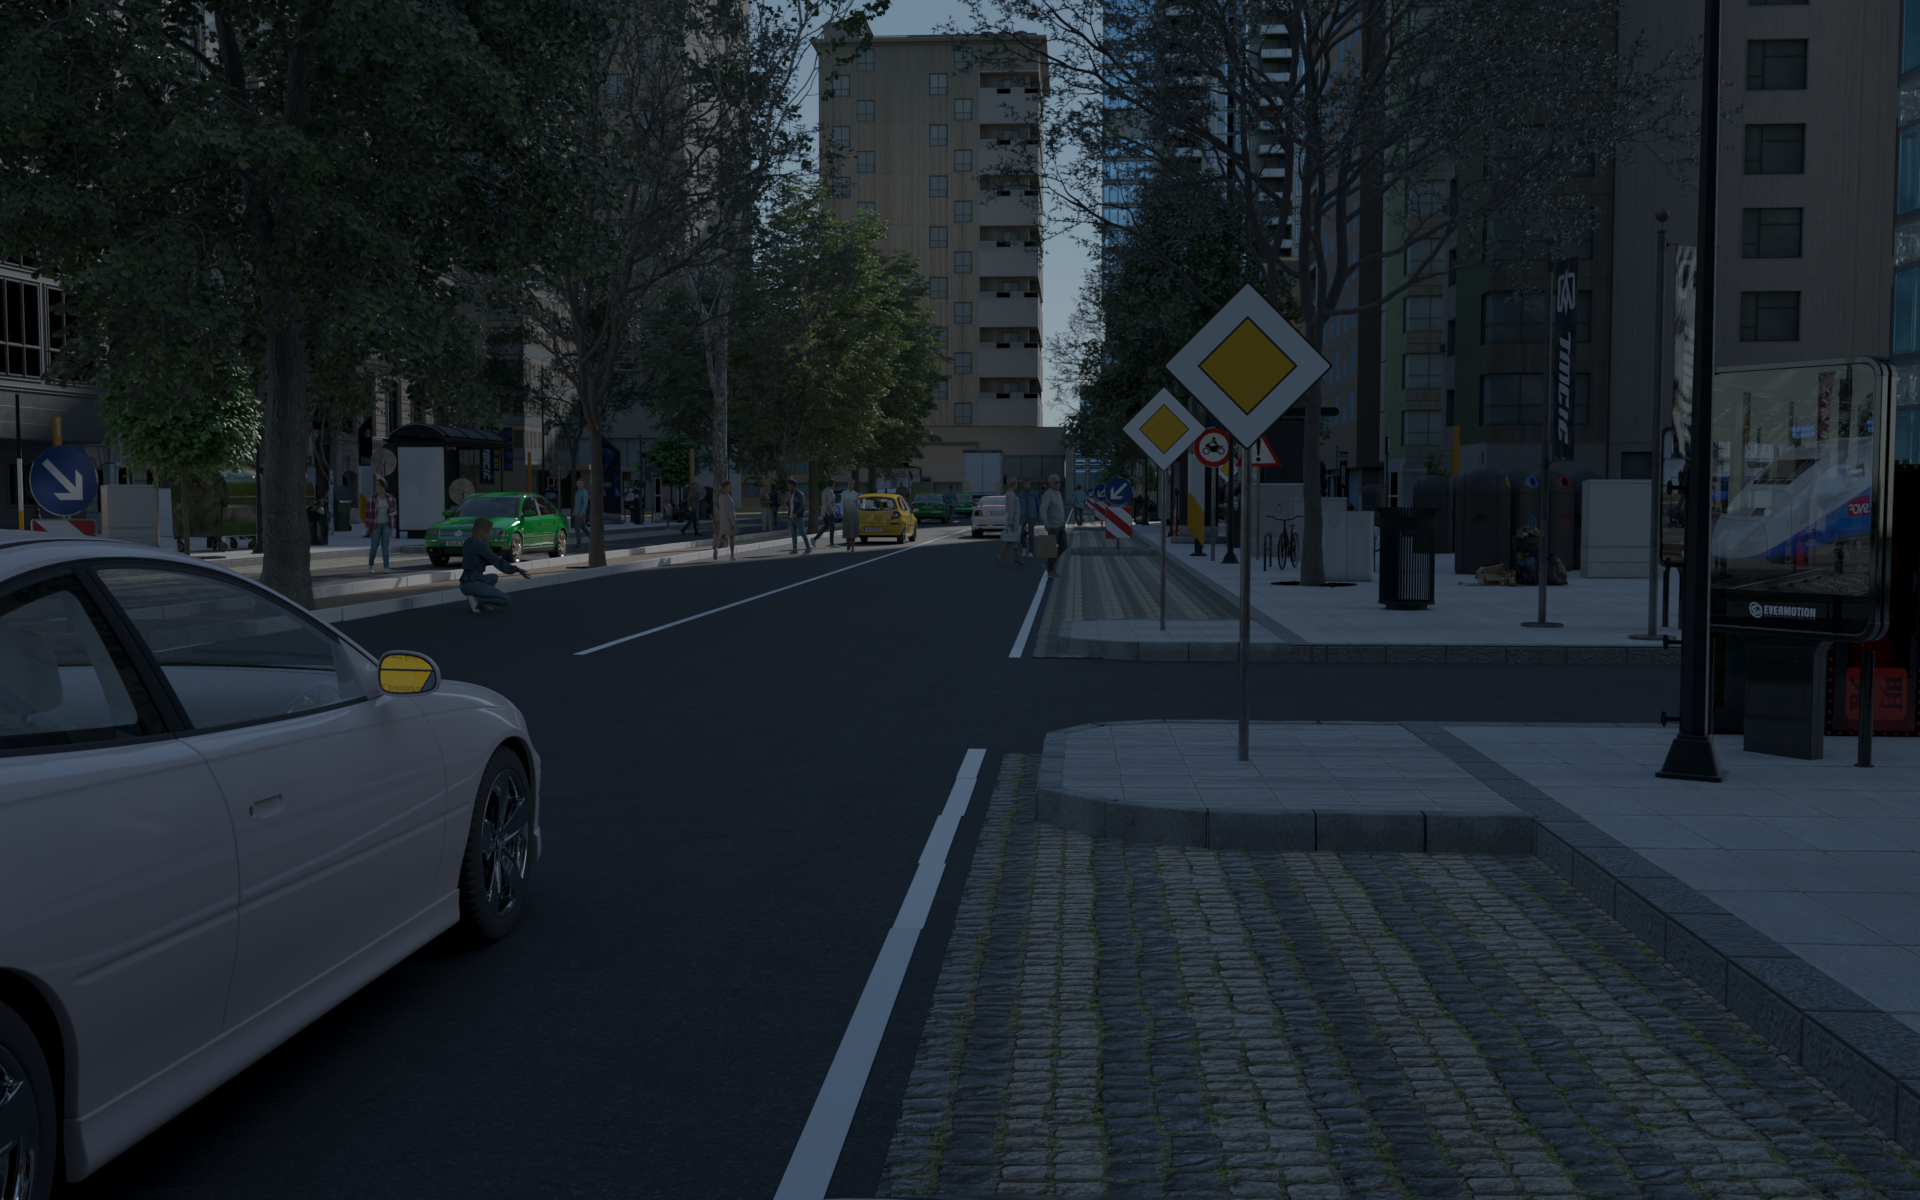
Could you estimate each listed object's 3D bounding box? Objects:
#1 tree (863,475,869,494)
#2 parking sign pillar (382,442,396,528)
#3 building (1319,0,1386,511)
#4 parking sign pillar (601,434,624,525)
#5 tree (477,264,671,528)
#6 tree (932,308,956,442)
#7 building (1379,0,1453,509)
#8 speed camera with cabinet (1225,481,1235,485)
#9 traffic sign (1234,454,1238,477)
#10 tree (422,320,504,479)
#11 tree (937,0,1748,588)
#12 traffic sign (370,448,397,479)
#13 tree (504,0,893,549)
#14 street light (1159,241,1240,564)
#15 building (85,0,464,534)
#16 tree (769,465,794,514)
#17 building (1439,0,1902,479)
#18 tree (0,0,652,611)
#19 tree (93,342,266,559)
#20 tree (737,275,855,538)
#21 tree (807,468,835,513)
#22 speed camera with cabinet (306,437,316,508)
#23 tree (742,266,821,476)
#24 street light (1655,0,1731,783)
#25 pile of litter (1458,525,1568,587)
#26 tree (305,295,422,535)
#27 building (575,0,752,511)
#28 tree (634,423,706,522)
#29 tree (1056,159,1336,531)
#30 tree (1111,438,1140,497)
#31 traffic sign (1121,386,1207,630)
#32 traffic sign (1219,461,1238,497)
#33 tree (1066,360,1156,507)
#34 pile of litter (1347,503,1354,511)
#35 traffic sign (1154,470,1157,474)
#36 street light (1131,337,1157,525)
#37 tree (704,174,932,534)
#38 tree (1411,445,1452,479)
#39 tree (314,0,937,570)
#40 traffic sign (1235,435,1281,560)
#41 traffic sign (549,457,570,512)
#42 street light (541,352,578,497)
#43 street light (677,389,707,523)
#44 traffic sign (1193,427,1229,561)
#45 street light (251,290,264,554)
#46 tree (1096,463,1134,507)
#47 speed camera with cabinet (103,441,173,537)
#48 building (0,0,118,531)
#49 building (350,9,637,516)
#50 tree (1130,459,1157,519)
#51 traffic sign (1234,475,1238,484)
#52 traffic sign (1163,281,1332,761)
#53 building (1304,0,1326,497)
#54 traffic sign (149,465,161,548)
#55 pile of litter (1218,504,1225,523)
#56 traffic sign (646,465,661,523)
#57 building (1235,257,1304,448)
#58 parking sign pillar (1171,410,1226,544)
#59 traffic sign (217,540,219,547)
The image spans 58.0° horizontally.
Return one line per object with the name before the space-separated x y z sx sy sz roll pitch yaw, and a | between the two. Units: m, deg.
tree | -7.717 -9.656 152.474 1.663 3.219 1.824 0 3 0
parking sign pillar | -21.192 -4.720 65.640 1.447 3.967 1.447 -1 4 -17
building | 28.247 -27.312 96.666 14.600 45.320 14.200 0 4 4
parking sign pillar | -14.971 -5.191 73.348 1.447 3.967 1.447 2 4 35
tree | -14.543 -7.930 64.061 8.767 10.594 7.601 1 4 18
tree | -4.390 -9.220 71.332 7.486 12.596 7.792 0 3 0
building | 27.274 -24.387 82.327 14.154 41.232 14.086 0 4 4
speed camera with cabinet | 14.882 -5.876 90.408 2.038 3.252 0.660 1 4 17
traffic sign | 8.335 -3.270 53.567 0.768 2.556 0.104 0 4 5
tree | -21.060 -7.477 72.615 4.360 8.622 3.978 0 3 0
tree | 4.805 -6.936 23.776 12.009 13.543 11.850 0 3 0
traffic sign | -16.018 -2.936 48.104 0.768 2.556 0.104 0 4 6
tree | -7.374 -11.438 45.359 12.611 20.169 13.585 0 3 0
street light | 4.457 -3.629 31.882 1.470 5.913 1.316 0 4 4
building | -31.620 -15.378 70.517 14.460 24.649 34.723 0 4 4
tree | -11.319 -7.052 109.906 1.663 3.219 1.824 0 3 0
building | 23.779 -17.588 59.264 14.160 30.474 14.107 0 4 4
tree | -8.008 -6.795 20.208 9.857 13.997 8.962 0 3 0
tree | -15.390 -3.098 34.372 4.285 4.588 4.351 0 3 0
tree | -5.432 -6.287 55.616 4.360 8.622 3.978 0 3 0
tree | -9.969 -7.613 119.068 1.663 3.219 1.824 0 3 0
speed camera with cabinet | -22.856 -4.028 60.198 0.660 3.252 2.038 -2 4 -29
tree | -12.371 -11.315 91.655 9.857 13.997 8.962 0 3 0
street light | 2.794 -2.153 7.739 1.470 5.913 1.316 0 4 4
pile of litter | 7.835 -0.644 24.487 1.719 0.858 1.176 0 4 -3
tree | -19.585 -6.334 53.915 4.360 8.622 3.978 0 3 0
building | -32.664 -33.932 144.029 27.495 52.752 28.713 0 4 4
tree | -13.312 -5.909 80.321 4.285 4.588 4.351 0 3 0
tree | 8.106 -8.714 59.488 9.611 12.733 9.660 0 3 0
tree | 11.075 -9.843 111.292 4.360 8.622 3.978 0 3 0
traffic sign | 1.906 -0.771 16.246 0.795 2.450 0.064 0 4 4
traffic sign | 8.227 -3.193 53.388 0.795 2.450 0.064 1 4 10
tree | 9.912 -10.029 98.394 7.601 10.594 8.767 2 4 23
pile of litter | 18.986 -4.376 85.512 1.719 0.858 1.176 -3 5 -42
traffic sign | 10.299 -5.508 90.163 0.768 2.556 0.104 1 4 12
street light | 5.766 -4.823 51.393 1.470 5.913 1.316 0 4 4
tree | -5.300 -8.628 61.646 7.486 12.596 7.792 0 3 0
tree | 18.590 -4.533 68.718 1.663 3.219 1.824 0 3 0
tree | -6.892 -7.318 32.476 12.009 13.543 11.850 0 3 0
traffic sign | 5.803 -2.062 33.711 0.884 2.594 0.081 1 4 12
traffic sign | -13.891 -3.664 60.018 0.768 2.556 0.104 1 4 9
street light | -13.180 -5.162 56.940 1.470 5.913 1.316 0 4 4
street light | -11.837 -6.352 76.403 1.470 5.913 1.316 0 4 4
traffic sign | 4.838 -2.015 33.057 0.768 2.556 0.104 1 4 12
street light | -14.545 -3.948 37.092 1.470 5.913 1.316 0 4 4
tree | 13.763 -10.339 152.764 4.285 4.588 4.351 0 3 0
speed camera with cabinet | -24.148 -3.476 51.168 0.660 3.252 2.038 3 5 43
building | -33.206 -15.146 41.148 14.314 27.812 24.014 0 4 4
building | -37.182 -25.321 105.887 32.217 40.220 23.993 0 4 4
tree | 9.598 -5.670 87.306 1.663 3.219 1.824 0 3 0
traffic sign | 11.246 -4.317 70.587 0.884 2.594 0.081 1 4 10
traffic sign | 1.362 -0.284 8.280 0.795 2.450 0.064 0 4 4
building | 32.323 -41.326 113.925 20.563 71.187 20.611 0 4 4
traffic sign | -16.955 -2.229 36.548 0.768 2.556 0.104 1 4 13
pile of litter | 11.538 -3.819 76.404 1.719 0.858 1.176 1 4 16
traffic sign | -13.627 -4.682 76.656 0.768 2.556 0.104 1 4 10
building | 37.464 -18.032 139.857 27.650 21.520 28.899 0 4 4
parking sign pillar | 6.210 -3.457 44.988 1.447 3.967 1.447 -1 4 -23
traffic sign | -17.966 -2.558 41.927 0.768 2.556 0.104 0 4 5
